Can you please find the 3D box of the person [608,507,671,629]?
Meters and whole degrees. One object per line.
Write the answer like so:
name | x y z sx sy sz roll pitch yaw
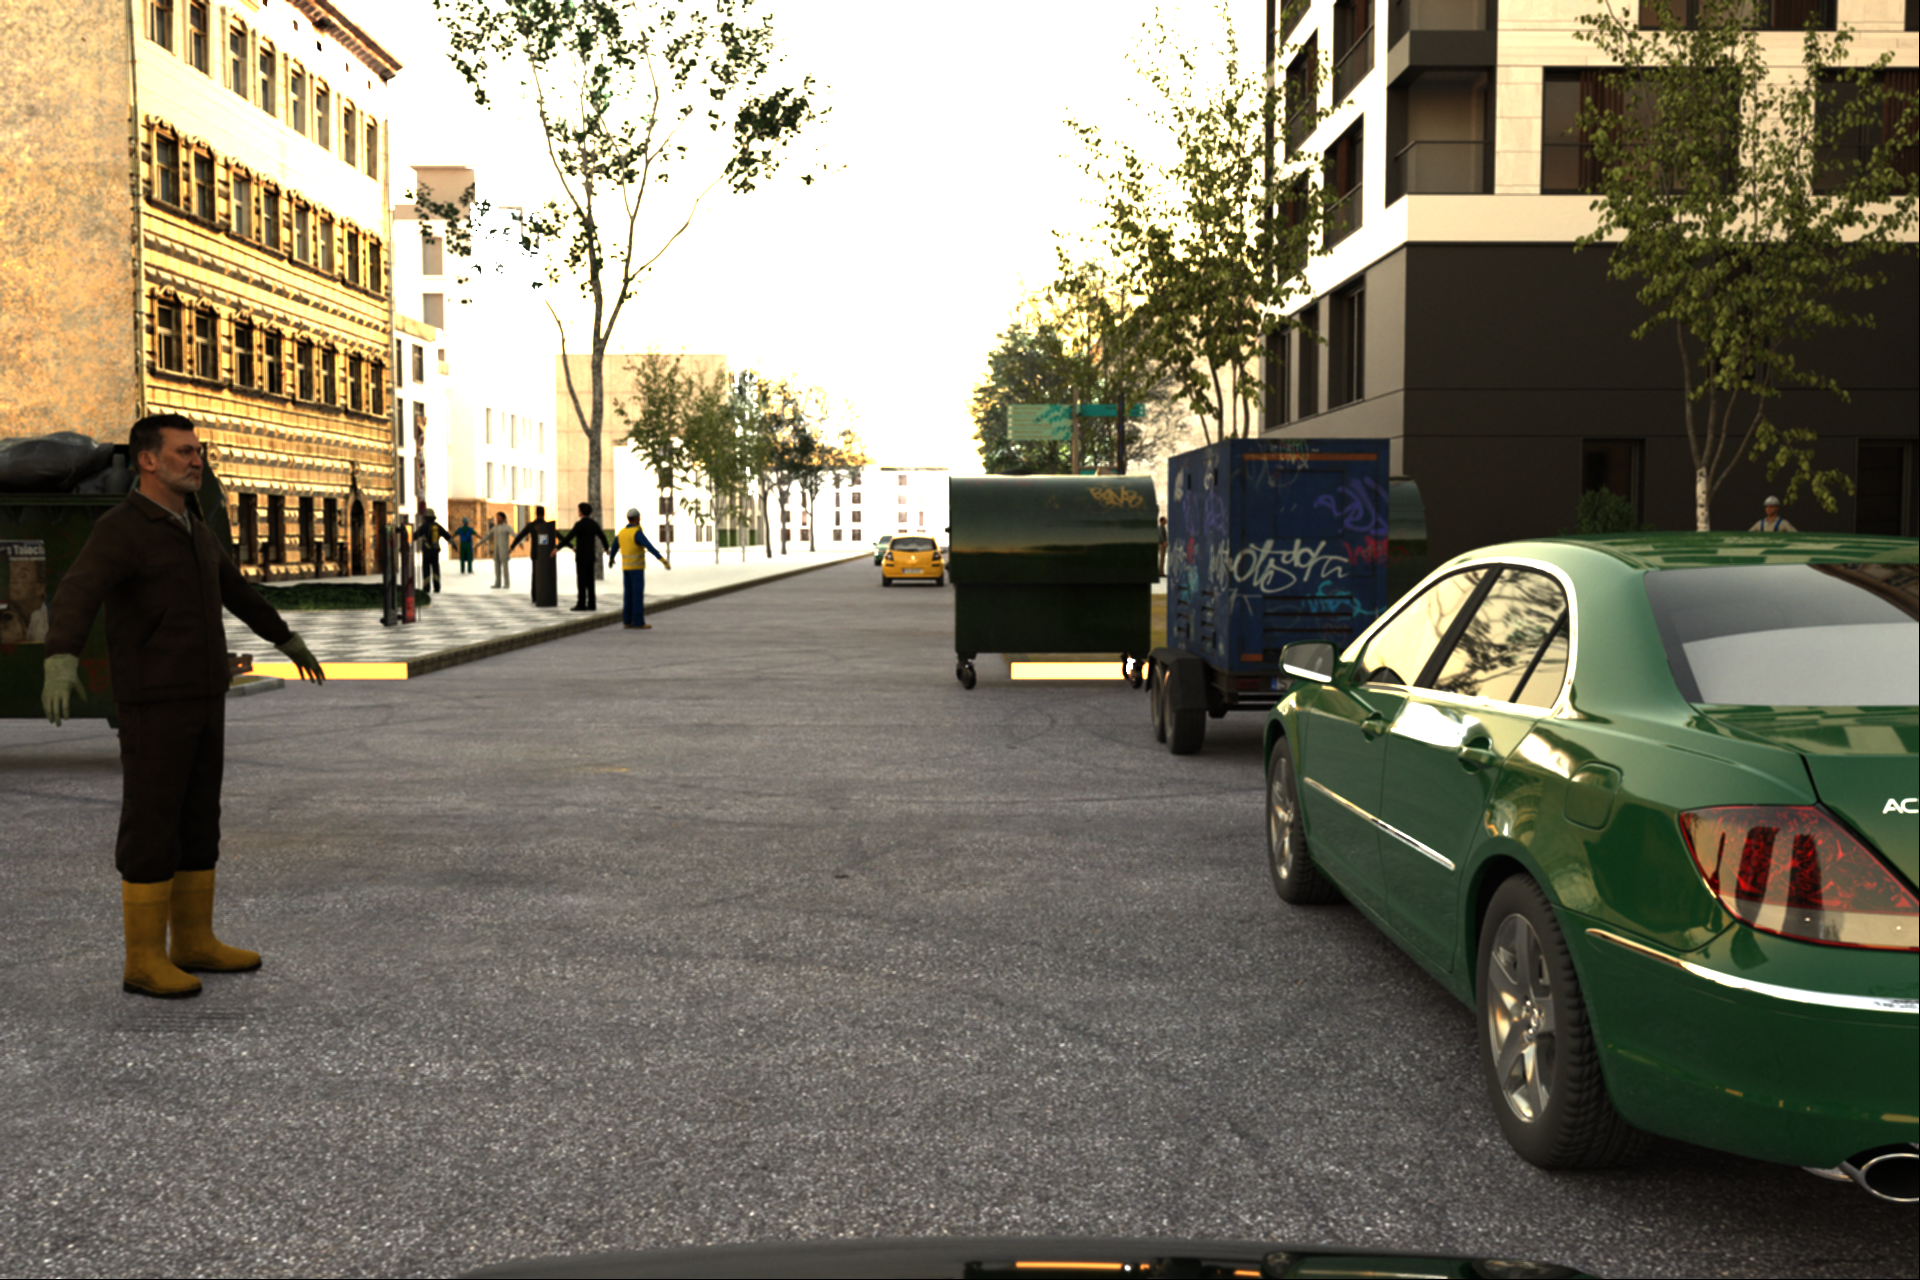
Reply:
person | -4.921 -1.090 26.250 1.349 1.833 0.705 3 4 39

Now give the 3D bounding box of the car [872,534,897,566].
car | -2.984 -4.187 80.249 2.131 1.459 4.920 0 4 0

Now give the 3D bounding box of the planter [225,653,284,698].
planter | -7.308 0.333 15.699 1.991 0.319 1.994 0 4 0

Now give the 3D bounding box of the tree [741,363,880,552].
tree | -10.684 -13.031 123.427 12.009 13.543 11.850 0 3 0

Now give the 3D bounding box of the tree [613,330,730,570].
tree | -10.433 -6.827 61.979 4.737 8.622 4.395 0 3 0

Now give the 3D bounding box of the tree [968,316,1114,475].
tree | 4.891 -11.811 99.764 9.857 13.997 8.962 0 3 0

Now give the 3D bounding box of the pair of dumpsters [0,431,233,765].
pair of dumpsters | -6.995 -0.354 10.735 4.436 2.255 1.574 0 4 -1

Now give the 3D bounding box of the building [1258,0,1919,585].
building | 21.547 -12.387 46.507 27.936 21.610 32.646 0 4 -1

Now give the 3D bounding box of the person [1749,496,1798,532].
person | 12.179 -1.235 26.044 0.705 1.847 1.347 -3 5 -42

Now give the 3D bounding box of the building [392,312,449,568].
building | -25.863 -7.899 71.293 9.099 9.664 28.070 0 4 0

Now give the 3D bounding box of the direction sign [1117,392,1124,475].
direction sign | 2.600 -2.212 28.160 0.379 3.537 0.876 0 4 0

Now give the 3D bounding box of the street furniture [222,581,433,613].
street furniture | -14.377 -0.941 31.015 10.072 0.657 5.734 3 5 40

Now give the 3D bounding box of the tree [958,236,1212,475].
tree | 5.010 -9.788 70.400 12.009 13.543 11.850 0 3 0

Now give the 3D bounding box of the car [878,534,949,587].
car | -1.302 -2.344 48.549 2.015 1.641 3.980 0 4 -1

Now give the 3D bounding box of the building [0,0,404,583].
building | -27.500 -13.203 46.804 19.493 23.208 18.063 0 4 -1

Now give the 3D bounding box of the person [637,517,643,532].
person | -9.382 -2.706 50.217 0.705 1.833 1.349 -1 4 -10

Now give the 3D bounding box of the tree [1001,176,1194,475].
tree | 3.352 -5.179 35.040 4.360 8.622 3.978 0 3 0

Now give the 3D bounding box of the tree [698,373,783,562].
tree | -9.914 -7.886 79.292 4.360 8.622 3.978 0 3 0

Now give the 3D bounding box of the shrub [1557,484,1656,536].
shrub | 10.016 -1.406 27.033 1.661 2.075 1.752 0 3 0

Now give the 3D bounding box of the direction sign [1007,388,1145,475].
direction sign | 2.119 -2.600 31.280 2.525 3.948 1.411 0 4 1

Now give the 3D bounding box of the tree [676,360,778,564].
tree | -10.191 -7.534 73.540 4.737 8.622 4.395 0 3 0

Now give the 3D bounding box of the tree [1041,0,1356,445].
tree | 3.357 -4.438 22.921 4.737 8.622 4.395 0 3 0

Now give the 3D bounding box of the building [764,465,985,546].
building | -9.684 -16.374 212.311 28.070 9.664 9.099 0 4 1

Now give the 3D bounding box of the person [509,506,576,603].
person | -7.823 -1.599 32.372 1.346 1.802 0.704 1 4 9

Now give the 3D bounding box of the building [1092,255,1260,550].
building | 20.246 -19.218 145.147 19.493 23.208 18.063 0 4 -1

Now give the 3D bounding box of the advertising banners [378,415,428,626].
advertising banners | -7.963 -1.756 24.899 0.090 3.025 2.074 0 4 1

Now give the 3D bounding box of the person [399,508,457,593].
person | -11.604 -1.966 37.927 1.354 1.856 0.705 -3 5 -43

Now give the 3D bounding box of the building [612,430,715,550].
building | -26.213 -12.936 153.651 9.099 9.664 28.070 0 4 -1

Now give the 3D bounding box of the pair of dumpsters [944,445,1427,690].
pair of dumpsters | 2.070 -0.705 16.475 4.436 2.255 1.574 0 4 -1

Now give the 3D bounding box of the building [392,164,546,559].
building | -29.519 -14.289 90.045 16.016 20.090 11.380 0 4 -1

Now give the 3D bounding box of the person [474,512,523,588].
person | -10.909 -2.137 41.127 1.347 1.806 0.705 1 4 20

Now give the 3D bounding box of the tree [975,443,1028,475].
tree | 5.079 -10.643 108.424 8.767 10.594 7.601 0 4 3

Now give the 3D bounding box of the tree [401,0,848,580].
tree | -9.563 -11.828 49.285 12.611 20.169 13.585 0 3 0

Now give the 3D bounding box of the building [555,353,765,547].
building | -31.176 -19.510 185.453 16.747 18.905 31.486 0 4 0

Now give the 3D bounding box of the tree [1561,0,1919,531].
tree | 8.719 -4.246 19.785 4.737 8.622 4.395 0 3 0

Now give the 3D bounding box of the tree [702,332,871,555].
tree | -10.802 -11.945 105.668 12.009 13.543 11.850 0 3 0

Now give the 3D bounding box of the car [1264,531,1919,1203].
car | 2.166 0.395 5.344 2.131 1.459 4.920 0 4 -1

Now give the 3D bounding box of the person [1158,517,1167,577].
person | 6.047 -2.764 51.460 0.705 1.796 1.348 0 4 7

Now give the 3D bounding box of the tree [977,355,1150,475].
tree | 5.046 -9.169 84.323 8.767 10.594 7.601 0 4 1

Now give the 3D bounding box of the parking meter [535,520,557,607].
parking meter | -7.324 -1.359 30.636 0.372 1.533 0.369 0 3 0

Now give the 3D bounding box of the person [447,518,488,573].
person | -16.139 -3.090 56.648 1.347 1.817 0.704 0 4 4

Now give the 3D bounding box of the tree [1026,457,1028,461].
tree | 5.104 -10.161 116.495 4.360 8.622 3.978 0 3 0

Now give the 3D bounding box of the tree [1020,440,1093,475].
tree | 4.922 -8.591 90.822 4.737 8.622 4.395 0 3 0

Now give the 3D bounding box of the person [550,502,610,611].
person | -6.283 -1.391 28.936 0.705 1.806 1.347 2 4 31

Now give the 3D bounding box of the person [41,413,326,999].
person | -2.479 0.189 5.504 0.704 1.812 1.346 1 4 11

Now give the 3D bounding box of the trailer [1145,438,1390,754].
trailer | 2.050 -0.322 12.309 1.471 1.999 3.904 0 4 -1

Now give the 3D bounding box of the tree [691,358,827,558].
tree | -10.534 -9.667 92.460 7.601 10.594 8.767 1 4 9

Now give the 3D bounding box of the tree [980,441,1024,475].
tree | 4.534 -11.549 123.243 7.601 10.594 8.767 0 4 6
